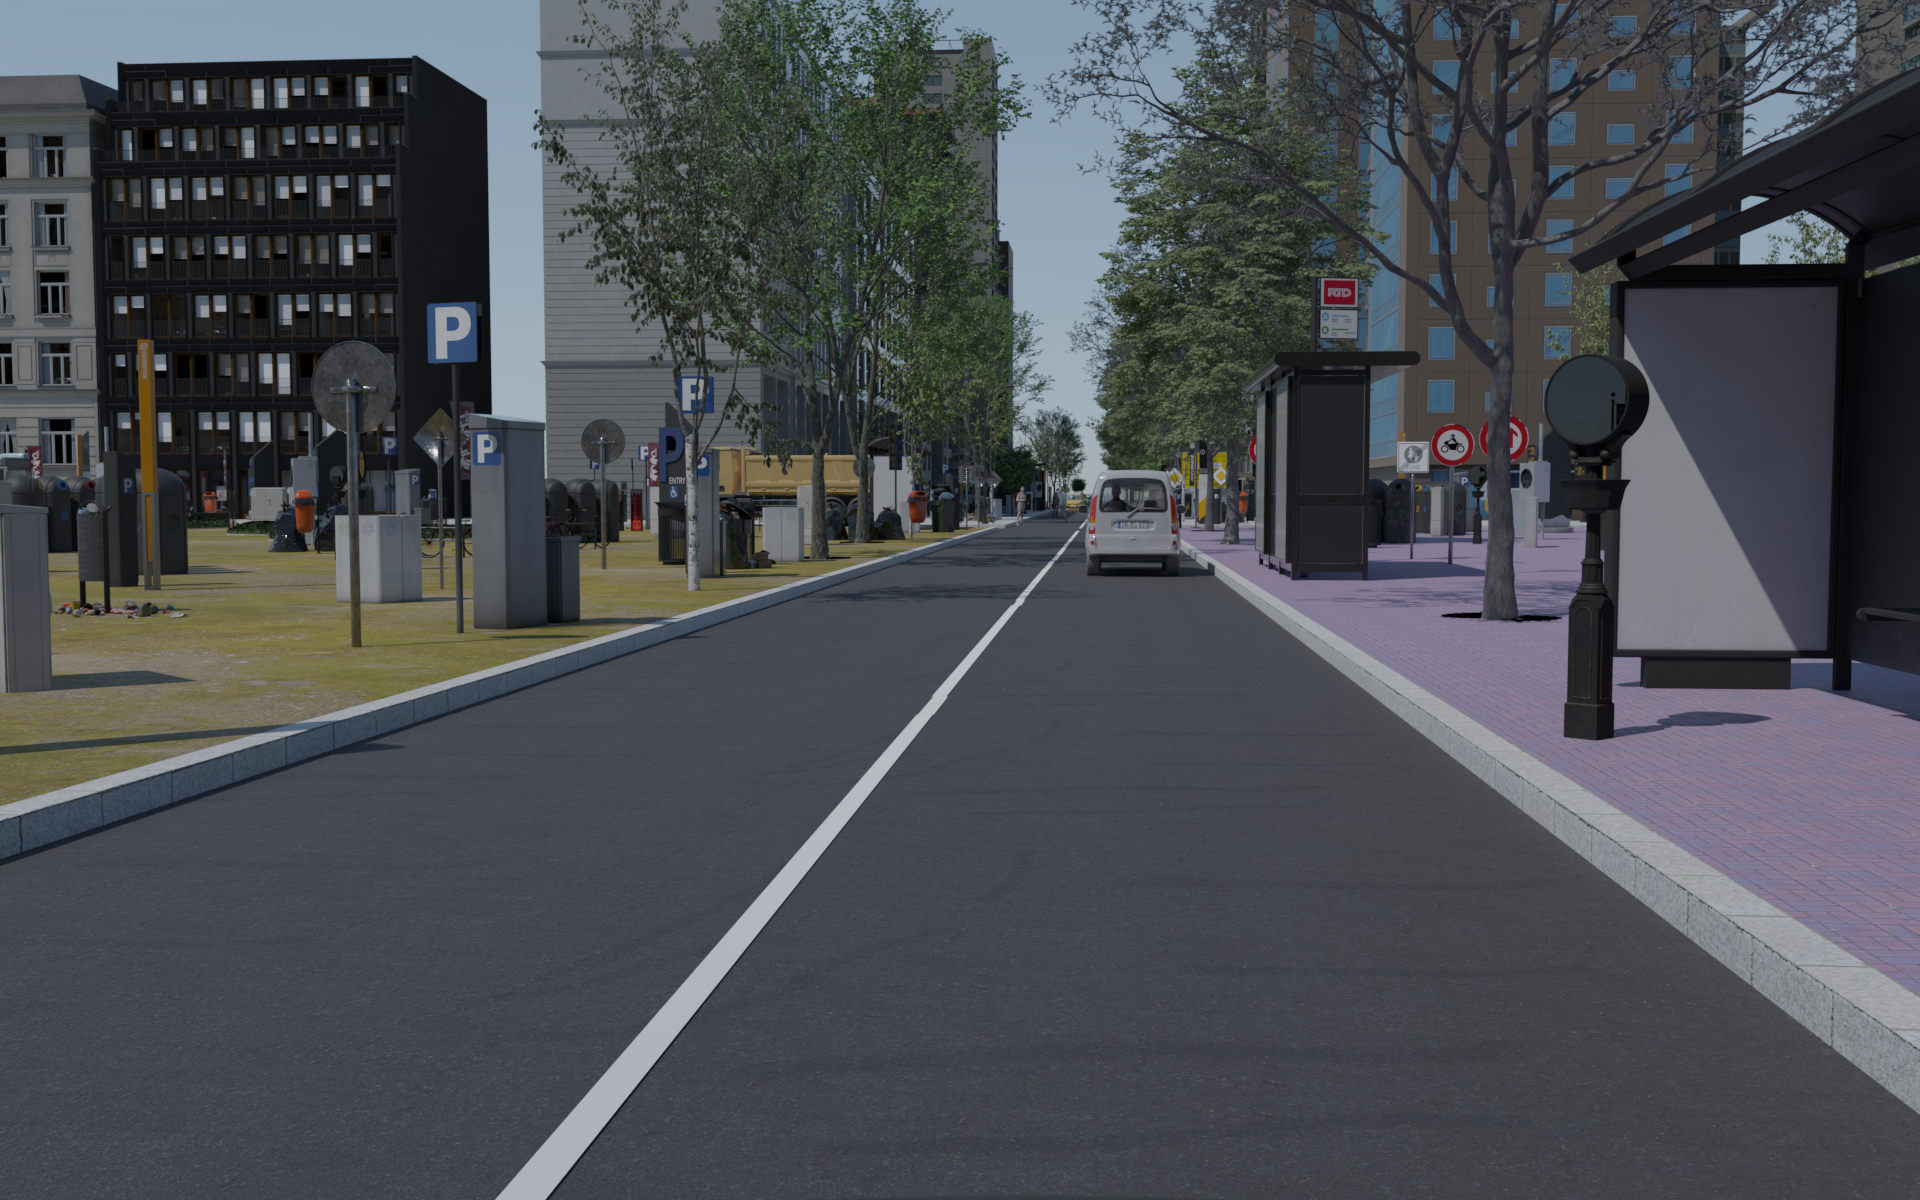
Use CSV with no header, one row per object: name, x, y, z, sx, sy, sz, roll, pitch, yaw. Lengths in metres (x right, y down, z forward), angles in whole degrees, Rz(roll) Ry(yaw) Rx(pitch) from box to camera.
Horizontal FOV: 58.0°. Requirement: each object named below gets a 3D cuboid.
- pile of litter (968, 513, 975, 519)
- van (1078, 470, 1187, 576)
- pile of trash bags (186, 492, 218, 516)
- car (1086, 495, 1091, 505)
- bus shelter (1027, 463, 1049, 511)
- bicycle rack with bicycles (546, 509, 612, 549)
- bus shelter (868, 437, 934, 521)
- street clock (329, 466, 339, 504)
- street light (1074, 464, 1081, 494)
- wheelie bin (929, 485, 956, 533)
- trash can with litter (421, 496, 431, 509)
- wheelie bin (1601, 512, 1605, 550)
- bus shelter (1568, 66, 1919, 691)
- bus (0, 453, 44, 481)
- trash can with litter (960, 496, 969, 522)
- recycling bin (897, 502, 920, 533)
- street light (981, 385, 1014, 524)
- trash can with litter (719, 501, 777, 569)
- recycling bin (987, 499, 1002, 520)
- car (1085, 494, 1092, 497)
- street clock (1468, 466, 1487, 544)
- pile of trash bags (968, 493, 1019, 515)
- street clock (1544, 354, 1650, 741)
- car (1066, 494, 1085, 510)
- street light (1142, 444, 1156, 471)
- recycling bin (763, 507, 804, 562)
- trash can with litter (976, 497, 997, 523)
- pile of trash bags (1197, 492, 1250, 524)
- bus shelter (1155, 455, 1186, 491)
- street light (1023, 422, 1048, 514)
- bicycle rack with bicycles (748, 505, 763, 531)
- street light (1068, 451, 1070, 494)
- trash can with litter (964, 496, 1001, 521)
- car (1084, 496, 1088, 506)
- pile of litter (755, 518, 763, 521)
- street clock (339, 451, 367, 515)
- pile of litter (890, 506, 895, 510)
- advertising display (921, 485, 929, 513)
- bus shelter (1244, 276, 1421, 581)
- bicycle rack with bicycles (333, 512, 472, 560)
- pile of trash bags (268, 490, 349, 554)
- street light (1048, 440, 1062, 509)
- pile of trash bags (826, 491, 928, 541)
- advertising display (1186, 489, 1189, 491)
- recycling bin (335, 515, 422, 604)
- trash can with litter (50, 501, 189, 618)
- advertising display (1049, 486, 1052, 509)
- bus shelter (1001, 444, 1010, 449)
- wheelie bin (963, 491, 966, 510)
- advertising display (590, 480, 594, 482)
pile of litter,0.825,-4.616,89.439,1.719,0.858,1.176,-2,4,-27
van,3.157,-1.511,31.717,2.013,2.044,4.112,0,4,5
pile of trash bags,-35.118,-4.181,78.119,3.447,1.369,1.912,0,4,5
car,14.250,-11.305,197.423,1.945,1.354,3.894,0,4,3
bus shelter,5.828,-8.619,132.198,1.731,3.624,6.357,0,4,5
bicycle rack with bicycles,-9.497,-1.650,40.359,2.925,0.926,2.852,-3,4,-36
bus shelter,-2.242,-4.282,63.933,2.014,3.302,5.546,0,4,5
street clock,-16.101,-2.471,44.971,0.471,2.002,0.358,2,4,23
street light,15.162,-15.925,232.920,1.470,5.913,1.316,0,4,5
wheelie bin,-0.574,-3.051,57.790,0.980,1.594,0.693,3,5,41
trash can with litter,-16.825,-2.702,55.241,1.678,1.210,2.233,0,4,-2
wheelie bin,14.804,-1.937,39.579,0.693,1.594,0.980,-1,4,-12
bus shelter,4.849,-0.913,8.850,2.014,3.302,5.546,0,4,5
bus,-44.909,-4.799,73.320,13.247,3.499,2.948,0,4,6
trash can with litter,-0.081,-4.178,79.698,0.624,1.170,1.055,1,4,20
recycling bin,-1.727,-2.763,57.732,0.722,1.027,0.722,-1,4,-9
street light,1.603,-6.193,73.793,1.470,5.913,1.316,0,4,5
trash can with litter,-3.721,-1.127,29.806,1.055,1.170,0.624,-3,5,-44
recycling bin,1.628,-4.542,86.813,0.722,1.027,0.722,2,4,30
car,16.402,-12.895,221.061,2.015,1.641,3.980,0,4,4
street clock,13.270,-2.434,44.373,0.471,2.002,0.358,2,4,34
pile of trash bags,2.173,-5.861,105.587,3.447,1.369,1.912,0,4,5
street clock,3.314,-0.275,9.067,0.358,2.002,0.471,-3,5,-42
car,9.121,-7.931,139.891,2.015,1.641,3.980,0,4,3
street light,11.876,-8.399,109.869,1.470,5.913,1.316,0,4,5
recycling bin,-3.353,-1.247,32.942,0.722,1.027,0.722,0,4,0
trash can with litter,1.215,-4.101,78.434,1.055,1.170,0.624,3,5,42
pile of trash bags,11.871,-4.098,76.756,1.912,1.369,3.447,-1,4,-18
bus shelter,12.910,-7.016,105.990,1.731,3.624,6.357,0,4,5
street light,4.762,-8.546,112.275,1.470,5.913,1.316,0,4,5
bicycle rack with bicycles,-7.711,-2.763,58.561,2.852,0.926,2.925,-1,4,-10
street light,11.351,-13.193,188.252,1.470,5.913,1.316,0,4,5
trash can with litter,0.822,-4.375,82.581,2.233,1.210,1.678,0,4,5
car,12.333,-10.429,179.313,1.959,1.807,4.718,0,4,7
pile of litter,-9.290,-4.323,84.650,1.719,0.858,1.176,-1,4,-18
street clock,-10.116,-1.497,29.054,0.358,2.002,0.471,0,4,-6
pile of litter,-2.545,-2.825,60.160,1.176,0.858,1.719,-2,4,-28
advertising display,-2.378,-6.959,118.997,0.123,1.923,0.974,2,4,27
bus shelter,6.077,-3.185,29.706,2.179,5.291,8.768,0,4,5
bicycle rack with bicycles,-11.172,-1.284,34.377,2.925,0.926,2.852,1,4,14
pile of trash bags,-14.443,-1.759,38.518,1.912,1.369,3.447,-1,4,-17
street light,8.139,-10.858,150.072,1.470,5.913,1.316,0,4,5
pile of trash bags,-2.268,-2.388,48.793,3.447,1.369,1.912,-3,5,-43
advertising display,19.149,-8.569,145.317,0.123,1.923,0.974,-3,5,-39
recycling bin,-6.929,-0.496,20.661,0.722,1.027,0.722,2,4,25
trash can with litter,-9.110,-0.450,18.414,2.233,1.210,1.678,2,4,35
advertising display,7.555,-8.542,144.879,0.123,1.923,0.974,1,4,11
bus shelter,4.611,-10.073,142.320,2.179,5.291,8.768,0,4,5
wheelie bin,0.065,-7.923,137.441,0.693,1.594,0.980,-3,5,-41
advertising display,-15.986,-4.392,77.017,0.974,1.923,0.123,-3,5,-39
